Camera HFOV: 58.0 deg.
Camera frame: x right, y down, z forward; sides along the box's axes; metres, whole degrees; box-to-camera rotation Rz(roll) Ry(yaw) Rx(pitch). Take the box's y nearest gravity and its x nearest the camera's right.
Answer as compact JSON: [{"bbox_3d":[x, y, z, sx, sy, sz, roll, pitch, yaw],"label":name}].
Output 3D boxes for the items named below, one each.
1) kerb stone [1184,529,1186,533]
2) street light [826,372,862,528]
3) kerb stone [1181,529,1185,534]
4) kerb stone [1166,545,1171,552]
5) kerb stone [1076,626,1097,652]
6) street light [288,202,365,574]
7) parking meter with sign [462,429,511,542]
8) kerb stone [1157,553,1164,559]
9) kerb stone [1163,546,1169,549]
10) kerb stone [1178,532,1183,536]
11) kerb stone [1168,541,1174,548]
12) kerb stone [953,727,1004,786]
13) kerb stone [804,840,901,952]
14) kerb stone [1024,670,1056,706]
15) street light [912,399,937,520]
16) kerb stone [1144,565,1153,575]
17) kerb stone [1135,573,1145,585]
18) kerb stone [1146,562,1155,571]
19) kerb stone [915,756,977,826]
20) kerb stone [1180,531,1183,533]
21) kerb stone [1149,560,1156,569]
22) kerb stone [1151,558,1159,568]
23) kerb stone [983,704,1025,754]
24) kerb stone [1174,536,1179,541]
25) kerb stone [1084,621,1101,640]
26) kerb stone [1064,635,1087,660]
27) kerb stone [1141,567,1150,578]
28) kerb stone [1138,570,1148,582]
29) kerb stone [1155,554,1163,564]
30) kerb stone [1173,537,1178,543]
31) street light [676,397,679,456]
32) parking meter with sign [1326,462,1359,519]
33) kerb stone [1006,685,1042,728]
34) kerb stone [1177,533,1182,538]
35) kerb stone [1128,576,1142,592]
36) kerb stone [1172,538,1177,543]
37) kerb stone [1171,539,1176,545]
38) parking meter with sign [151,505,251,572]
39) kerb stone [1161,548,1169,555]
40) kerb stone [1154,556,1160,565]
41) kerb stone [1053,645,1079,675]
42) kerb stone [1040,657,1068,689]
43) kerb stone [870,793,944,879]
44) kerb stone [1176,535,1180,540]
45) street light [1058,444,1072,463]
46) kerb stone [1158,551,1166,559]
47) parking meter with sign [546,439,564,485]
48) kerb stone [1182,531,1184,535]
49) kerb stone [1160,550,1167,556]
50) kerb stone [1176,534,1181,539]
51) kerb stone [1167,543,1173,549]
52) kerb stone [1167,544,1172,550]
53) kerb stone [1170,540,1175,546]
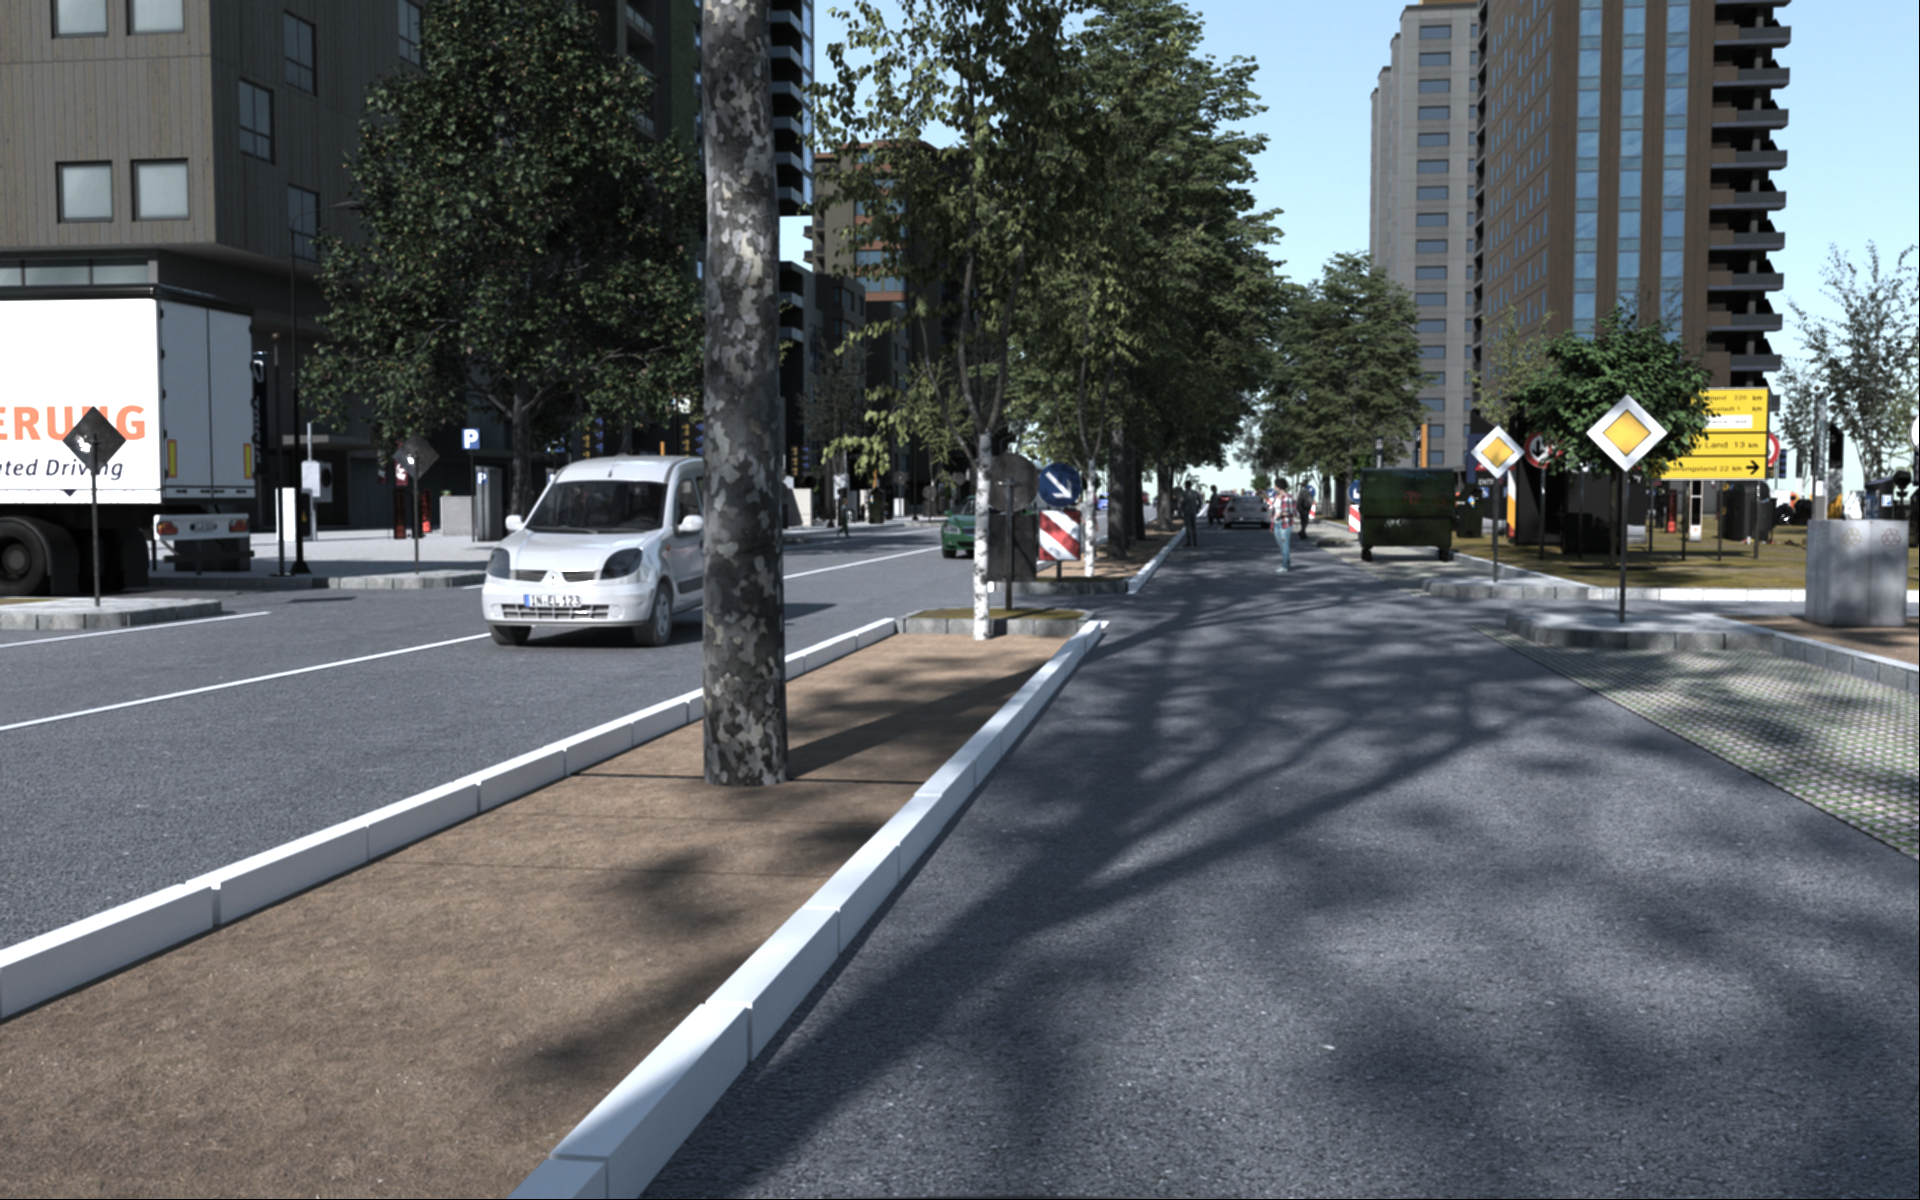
[{"bbox_3d":[7.554,-2.259,59.184,0.120,0.150,1.000,1,4,8],"label":"kerb stone"},{"bbox_3d":[-4.409,-5.718,66.031,1.470,5.913,1.316,1,4,8],"label":"street light"},{"bbox_3d":[7.404,-2.199,58.172,0.120,0.150,1.000,1,4,8],"label":"kerb stone"},{"bbox_3d":[4.847,-1.145,40.972,0.120,0.150,1.000,1,4,8],"label":"kerb stone"},{"bbox_3d":[1.147,0.379,16.052,0.120,0.150,1.000,1,4,8],"label":"kerb stone"},{"bbox_3d":[-10.143,-3.377,27.757,1.470,5.913,1.316,1,4,8],"label":"street light"},{"bbox_3d":[-12.748,-3.102,46.984,0.543,3.016,1.738,1,4,18],"label":"parking meter with sign"},{"bbox_3d":[4.103,-0.838,35.900,0.120,0.150,1.000,1,4,8],"label":"kerb stone"},{"bbox_3d":[4.695,-1.087,39.961,0.120,0.150,1.000,1,4,8],"label":"kerb stone"},{"bbox_3d":[6.812,-1.953,54.123,0.120,0.150,1.000,1,4,8],"label":"kerb stone"},{"bbox_3d":[5.310,-1.334,44.007,0.120,0.150,1.000,1,4,8],"label":"kerb stone"},{"bbox_3d":[0.090,0.812,8.923,0.120,0.150,1.000,1,4,8],"label":"kerb stone"},{"bbox_3d":[-0.360,1.001,5.889,0.120,0.150,1.000,1,4,8],"label":"kerb stone"},{"bbox_3d":[0.540,0.625,11.979,0.120,0.150,1.000,1,4,8],"label":"kerb stone"},{"bbox_3d":[-1.664,-6.869,84.845,1.470,5.913,1.316,1,4,8],"label":"street light"},{"bbox_3d":[3.193,-0.465,29.804,0.120,0.150,1.000,1,4,8],"label":"kerb stone"},{"bbox_3d":[2.735,-0.280,26.770,0.120,0.150,1.000,1,4,8],"label":"kerb stone"},{"bbox_3d":[3.339,-0.528,30.823,0.120,0.150,1.000,1,4,8],"label":"kerb stone"},{"bbox_3d":[-0.064,0.875,7.912,0.120,0.150,1.000,1,4,8],"label":"kerb stone"},{"bbox_3d":[6.954,-2.015,55.135,0.120,0.150,1.000,1,4,8],"label":"kerb stone"},{"bbox_3d":[3.485,-0.588,31.842,0.120,0.150,1.000,1,4,8],"label":"kerb stone"},{"bbox_3d":[3.646,-0.646,32.864,0.120,0.150,1.000,1,4,8],"label":"kerb stone"},{"bbox_3d":[0.242,0.750,9.940,0.120,0.150,1.000,1,4,8],"label":"kerb stone"},{"bbox_3d":[6.056,-1.644,49.069,0.120,0.150,1.000,1,4,8],"label":"kerb stone"},{"bbox_3d":[1.298,0.314,17.069,0.120,0.150,1.000,1,4,8],"label":"kerb stone"},{"bbox_3d":[0.986,0.439,15.034,0.120,0.150,1.000,1,4,8],"label":"kerb stone"},{"bbox_3d":[3.038,-0.403,28.794,0.120,0.150,1.000,1,4,8],"label":"kerb stone"},{"bbox_3d":[2.896,-0.339,27.779,0.120,0.150,1.000,1,4,8],"label":"kerb stone"},{"bbox_3d":[3.954,-0.775,34.889,0.120,0.150,1.000,1,4,8],"label":"kerb stone"},{"bbox_3d":[5.901,-1.581,48.055,0.120,0.150,1.000,1,4,8],"label":"kerb stone"},{"bbox_3d":[-7.190,-4.568,47.222,1.470,5.913,1.316,1,4,8],"label":"street light"},{"bbox_3d":[20.113,-5.791,90.940,1.738,3.016,0.543,0,4,7],"label":"parking meter with sign"},{"bbox_3d":[0.392,0.687,10.956,0.120,0.150,1.000,1,4,8],"label":"kerb stone"},{"bbox_3d":[6.656,-1.889,53.113,0.120,0.150,1.000,1,4,8],"label":"kerb stone"},{"bbox_3d":[2.586,-0.218,25.759,0.120,0.150,1.000,1,4,8],"label":"kerb stone"},{"bbox_3d":[5.756,-1.520,47.041,0.120,0.150,1.000,1,4,8],"label":"kerb stone"},{"bbox_3d":[5.606,-1.458,46.031,0.120,0.150,1.000,1,4,8],"label":"kerb stone"},{"bbox_3d":[-12.690,-1.990,28.792,1.738,3.016,0.543,1,4,10],"label":"parking meter with sign"},{"bbox_3d":[4.557,-1.021,38.937,0.120,0.150,1.000,1,4,8],"label":"kerb stone"},{"bbox_3d":[3.792,-0.714,33.875,0.120,0.150,1.000,1,4,8],"label":"kerb stone"},{"bbox_3d":[0.843,0.501,14.012,0.120,0.150,1.000,1,4,8],"label":"kerb stone"},{"bbox_3d":[0.689,0.569,12.991,0.120,0.150,1.000,1,4,8],"label":"kerb stone"},{"bbox_3d":[-0.210,0.941,6.901,0.120,0.150,1.000,1,4,8],"label":"kerb stone"},{"bbox_3d":[6.356,-1.767,51.091,0.120,0.150,1.000,1,4,8],"label":"kerb stone"},{"bbox_3d":[9.711,-11.541,161.232,1.470,5.913,1.316,1,4,8],"label":"street light"},{"bbox_3d":[4.253,-0.892,36.911,0.120,0.150,1.000,1,4,8],"label":"kerb stone"},{"bbox_3d":[-11.815,-3.318,50.505,0.543,3.016,1.738,-1,4,-14],"label":"parking meter with sign"},{"bbox_3d":[7.102,-2.072,56.148,0.120,0.150,1.000,1,4,8],"label":"kerb stone"},{"bbox_3d":[4.396,-0.957,37.927,0.120,0.150,1.000,1,4,8],"label":"kerb stone"},{"bbox_3d":[6.503,-1.829,52.102,0.120,0.150,1.000,1,4,8],"label":"kerb stone"},{"bbox_3d":[5.157,-1.269,42.997,0.120,0.150,1.000,1,4,8],"label":"kerb stone"},{"bbox_3d":[4.996,-1.205,41.983,0.120,0.150,1.000,1,4,8],"label":"kerb stone"},{"bbox_3d":[5.452,-1.396,45.019,0.120,0.150,1.000,1,4,8],"label":"kerb stone"}]
